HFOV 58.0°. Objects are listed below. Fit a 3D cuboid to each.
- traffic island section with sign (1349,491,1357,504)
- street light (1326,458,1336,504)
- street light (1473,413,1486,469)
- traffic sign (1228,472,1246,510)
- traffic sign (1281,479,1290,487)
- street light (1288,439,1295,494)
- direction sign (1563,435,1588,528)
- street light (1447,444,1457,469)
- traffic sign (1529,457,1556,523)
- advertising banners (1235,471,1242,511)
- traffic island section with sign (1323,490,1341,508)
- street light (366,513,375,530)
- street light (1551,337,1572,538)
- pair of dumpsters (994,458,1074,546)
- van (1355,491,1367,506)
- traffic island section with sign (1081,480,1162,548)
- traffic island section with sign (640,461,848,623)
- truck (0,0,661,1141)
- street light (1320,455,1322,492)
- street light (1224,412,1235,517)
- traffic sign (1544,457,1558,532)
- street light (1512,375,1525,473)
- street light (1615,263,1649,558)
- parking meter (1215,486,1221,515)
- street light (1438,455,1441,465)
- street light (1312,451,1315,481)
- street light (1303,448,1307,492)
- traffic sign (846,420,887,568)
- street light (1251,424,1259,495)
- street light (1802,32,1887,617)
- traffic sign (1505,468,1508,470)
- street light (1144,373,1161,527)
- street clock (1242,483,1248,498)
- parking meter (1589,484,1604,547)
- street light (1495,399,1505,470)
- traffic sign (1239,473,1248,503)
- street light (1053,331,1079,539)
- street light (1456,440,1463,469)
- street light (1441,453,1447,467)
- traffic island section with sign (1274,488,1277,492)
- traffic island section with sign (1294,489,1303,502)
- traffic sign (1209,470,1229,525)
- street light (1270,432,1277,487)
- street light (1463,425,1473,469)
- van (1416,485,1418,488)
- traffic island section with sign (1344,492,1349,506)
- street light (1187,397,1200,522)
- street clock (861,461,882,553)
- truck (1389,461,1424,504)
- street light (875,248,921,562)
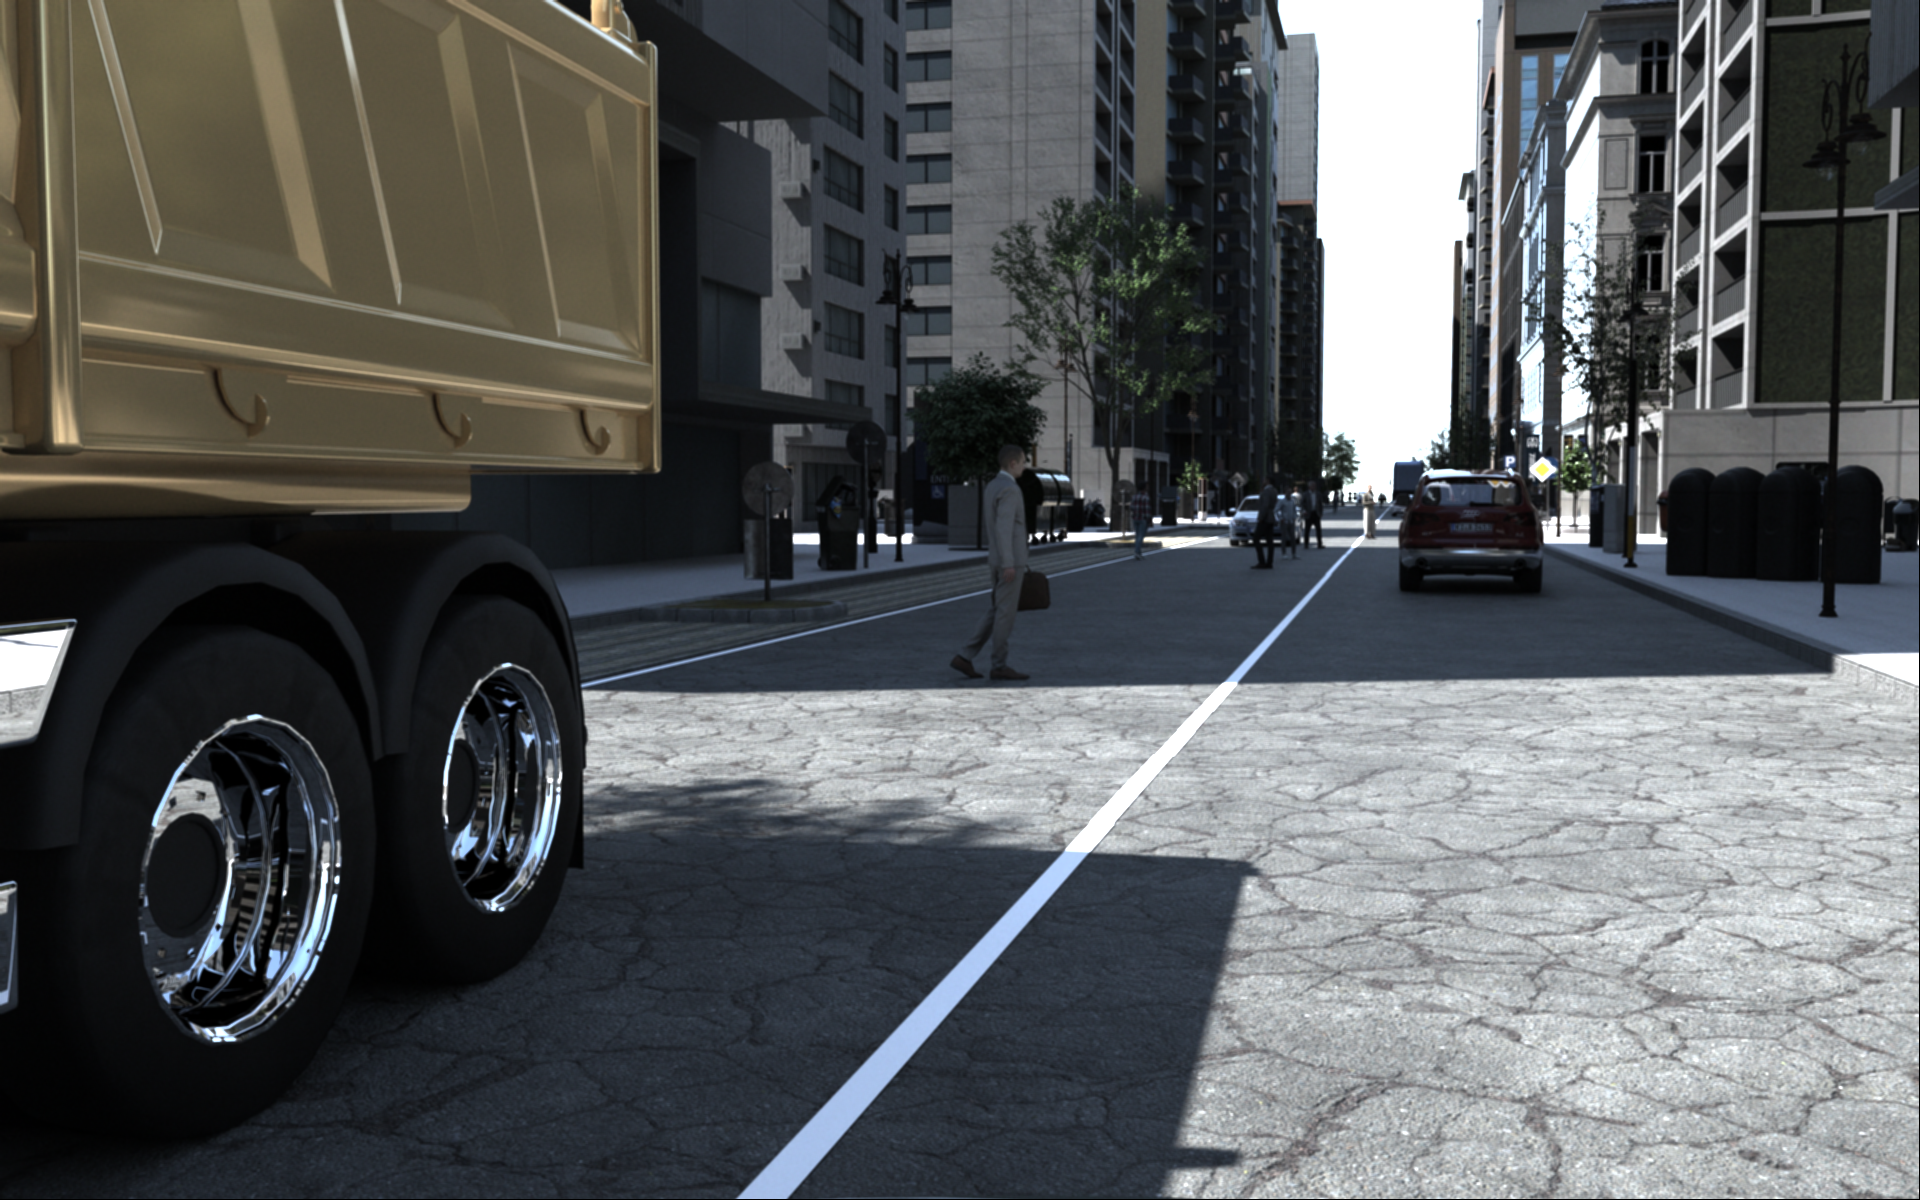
[{"bbox_3d":[57.392,-15.036,254.459,1.989,1.847,2.006,1,4,14],"label":"traffic island section with sign"},{"bbox_3d":[50.161,-15.982,234.098,0.468,5.910,1.993,1,4,14],"label":"street light"},{"bbox_3d":[29.693,-7.707,98.804,0.468,5.910,1.993,1,4,14],"label":"street light"},{"bbox_3d":[12.549,-4.578,78.488,0.795,2.450,0.064,1,4,14],"label":"traffic sign"},{"bbox_3d":[26.827,-8.726,142.779,0.768,2.556,0.104,1,4,21],"label":"traffic sign"},{"bbox_3d":[27.736,-10.591,145.954,0.468,5.910,1.993,1,4,14],"label":"street light"},{"bbox_3d":[23.471,-4.533,66.115,0.876,3.537,0.379,1,4,14],"label":"direction sign"},{"bbox_3d":[44.650,-11.269,157.028,0.468,5.910,1.993,1,4,14],"label":"street light"},{"bbox_3d":[17.968,-3.199,53.486,0.795,2.450,0.064,1,4,19],"label":"traffic sign"},{"bbox_3d":[21.142,-8.258,131.200,0.090,3.025,2.074,1,4,23],"label":"advertising banners"},{"bbox_3d":[37.170,-10.185,175.148,1.989,1.847,2.006,1,4,14],"label":"traffic island section with sign"},{"bbox_3d":[-5.500,-2.645,16.040,0.468,5.910,1.993,1,4,14],"label":"street light"},{"bbox_3d":[17.687,-4.785,51.026,0.468,5.910,1.993,1,4,14],"label":"street light"},{"bbox_3d":[1.835,-2.602,45.034,1.574,2.255,4.437,1,4,14],"label":"pair of dumpsters"},{"bbox_3d":[49.215,-12.499,211.365,2.013,2.044,4.112,1,4,13],"label":"van"},{"bbox_3d":[4.408,-2.327,46.672,1.989,1.847,2.006,1,4,14],"label":"traffic island section with sign"},{"bbox_3d":[-2.389,-0.698,20.044,1.989,1.847,2.006,1,4,14],"label":"traffic island section with sign"},{"bbox_3d":[-3.324,-0.361,1.819,3.469,3.379,9.791,1,4,12],"label":"truck"},{"bbox_3d":[42.210,-14.050,202.501,0.468,5.910,1.993,1,4,14],"label":"street light"},{"bbox_3d":[14.914,-7.528,95.871,0.468,5.910,1.993,1,4,14],"label":"street light"},{"bbox_3d":[20.014,-3.597,58.920,0.768,2.556,0.104,1,4,19],"label":"traffic sign"},{"bbox_3d":[21.714,-5.792,67.489,0.468,5.910,1.993,1,4,14],"label":"street light"},{"bbox_3d":[13.462,-3.794,34.816,0.468,5.910,1.993,1,4,14],"label":"street light"},{"bbox_3d":[15.918,-6.191,106.926,0.399,1.863,0.255,0,4,6],"label":"parking meter"},{"bbox_3d":[52.935,-13.278,189.879,0.468,5.910,1.993,1,4,14],"label":"street light"},{"bbox_3d":[37.965,-13.049,186.136,0.468,5.910,1.993,1,4,14],"label":"street light"},{"bbox_3d":[33.795,-12.053,169.856,0.468,5.910,1.993,1,4,14],"label":"street light"},{"bbox_3d":[-1.630,-1.826,29.959,0.768,2.556,0.104,1,4,19],"label":"traffic sign"},{"bbox_3d":[19.040,-8.517,112.044,0.468,5.910,1.993,1,4,14],"label":"street light"},{"bbox_3d":[9.088,-2.762,17.948,0.468,5.910,1.993,1,4,14],"label":"street light"},{"bbox_3d":[21.419,-3.935,67.974,0.795,2.450,0.064,1,4,14],"label":"traffic sign"},{"bbox_3d":[7.367,-5.728,66.444,0.468,5.910,1.993,1,4,14],"label":"street light"},{"bbox_3d":[18.493,-6.591,112.330,0.358,2.002,0.471,3,4,37],"label":"street clock"},{"bbox_3d":[15.408,-2.044,41.831,0.372,1.533,0.369,0,3,0],"label":"parking meter"},{"bbox_3d":[25.597,-6.697,82.278,0.468,5.910,1.993,1,4,14],"label":"street light"},{"bbox_3d":[16.673,-6.265,102.537,0.768,2.556,0.104,1,4,15],"label":"traffic sign"},{"bbox_3d":[3.012,-4.681,49.330,0.468,5.910,1.993,1,4,14],"label":"street light"},{"bbox_3d":[38.201,-9.718,131.675,0.468,5.910,1.993,1,4,14],"label":"street light"},{"bbox_3d":[48.669,-12.259,173.229,0.468,5.910,1.993,1,4,14],"label":"street light"},{"bbox_3d":[18.106,-5.613,100.406,1.989,1.847,2.006,1,4,14],"label":"traffic island section with sign"},{"bbox_3d":[24.859,-7.232,126.874,1.989,1.847,2.006,1,4,14],"label":"traffic island section with sign"},{"bbox_3d":[10.575,-4.104,70.750,0.795,2.450,0.064,1,4,14],"label":"traffic sign"},{"bbox_3d":[23.428,-9.571,129.281,0.468,5.910,1.993,1,4,14],"label":"street light"},{"bbox_3d":[33.975,-8.726,115.453,0.468,5.910,1.993,1,4,14],"label":"street light"},{"bbox_3d":[18.234,-3.653,66.741,2.013,2.044,4.112,1,4,14],"label":"van"},{"bbox_3d":[43.916,-11.805,201.632,1.989,1.847,2.006,1,4,14],"label":"traffic island section with sign"},{"bbox_3d":[10.659,-6.505,79.149,0.468,5.910,1.993,1,4,14],"label":"street light"},{"bbox_3d":[-1.923,-2.022,37.629,0.358,2.002,0.471,2,4,33],"label":"street clock"},{"bbox_3d":[35.064,-8.871,134.800,2.967,4.110,18.799,1,4,13],"label":"truck"},{"bbox_3d":[-1.162,-3.670,32.796,0.468,5.910,1.993,1,4,14],"label":"street light"}]
